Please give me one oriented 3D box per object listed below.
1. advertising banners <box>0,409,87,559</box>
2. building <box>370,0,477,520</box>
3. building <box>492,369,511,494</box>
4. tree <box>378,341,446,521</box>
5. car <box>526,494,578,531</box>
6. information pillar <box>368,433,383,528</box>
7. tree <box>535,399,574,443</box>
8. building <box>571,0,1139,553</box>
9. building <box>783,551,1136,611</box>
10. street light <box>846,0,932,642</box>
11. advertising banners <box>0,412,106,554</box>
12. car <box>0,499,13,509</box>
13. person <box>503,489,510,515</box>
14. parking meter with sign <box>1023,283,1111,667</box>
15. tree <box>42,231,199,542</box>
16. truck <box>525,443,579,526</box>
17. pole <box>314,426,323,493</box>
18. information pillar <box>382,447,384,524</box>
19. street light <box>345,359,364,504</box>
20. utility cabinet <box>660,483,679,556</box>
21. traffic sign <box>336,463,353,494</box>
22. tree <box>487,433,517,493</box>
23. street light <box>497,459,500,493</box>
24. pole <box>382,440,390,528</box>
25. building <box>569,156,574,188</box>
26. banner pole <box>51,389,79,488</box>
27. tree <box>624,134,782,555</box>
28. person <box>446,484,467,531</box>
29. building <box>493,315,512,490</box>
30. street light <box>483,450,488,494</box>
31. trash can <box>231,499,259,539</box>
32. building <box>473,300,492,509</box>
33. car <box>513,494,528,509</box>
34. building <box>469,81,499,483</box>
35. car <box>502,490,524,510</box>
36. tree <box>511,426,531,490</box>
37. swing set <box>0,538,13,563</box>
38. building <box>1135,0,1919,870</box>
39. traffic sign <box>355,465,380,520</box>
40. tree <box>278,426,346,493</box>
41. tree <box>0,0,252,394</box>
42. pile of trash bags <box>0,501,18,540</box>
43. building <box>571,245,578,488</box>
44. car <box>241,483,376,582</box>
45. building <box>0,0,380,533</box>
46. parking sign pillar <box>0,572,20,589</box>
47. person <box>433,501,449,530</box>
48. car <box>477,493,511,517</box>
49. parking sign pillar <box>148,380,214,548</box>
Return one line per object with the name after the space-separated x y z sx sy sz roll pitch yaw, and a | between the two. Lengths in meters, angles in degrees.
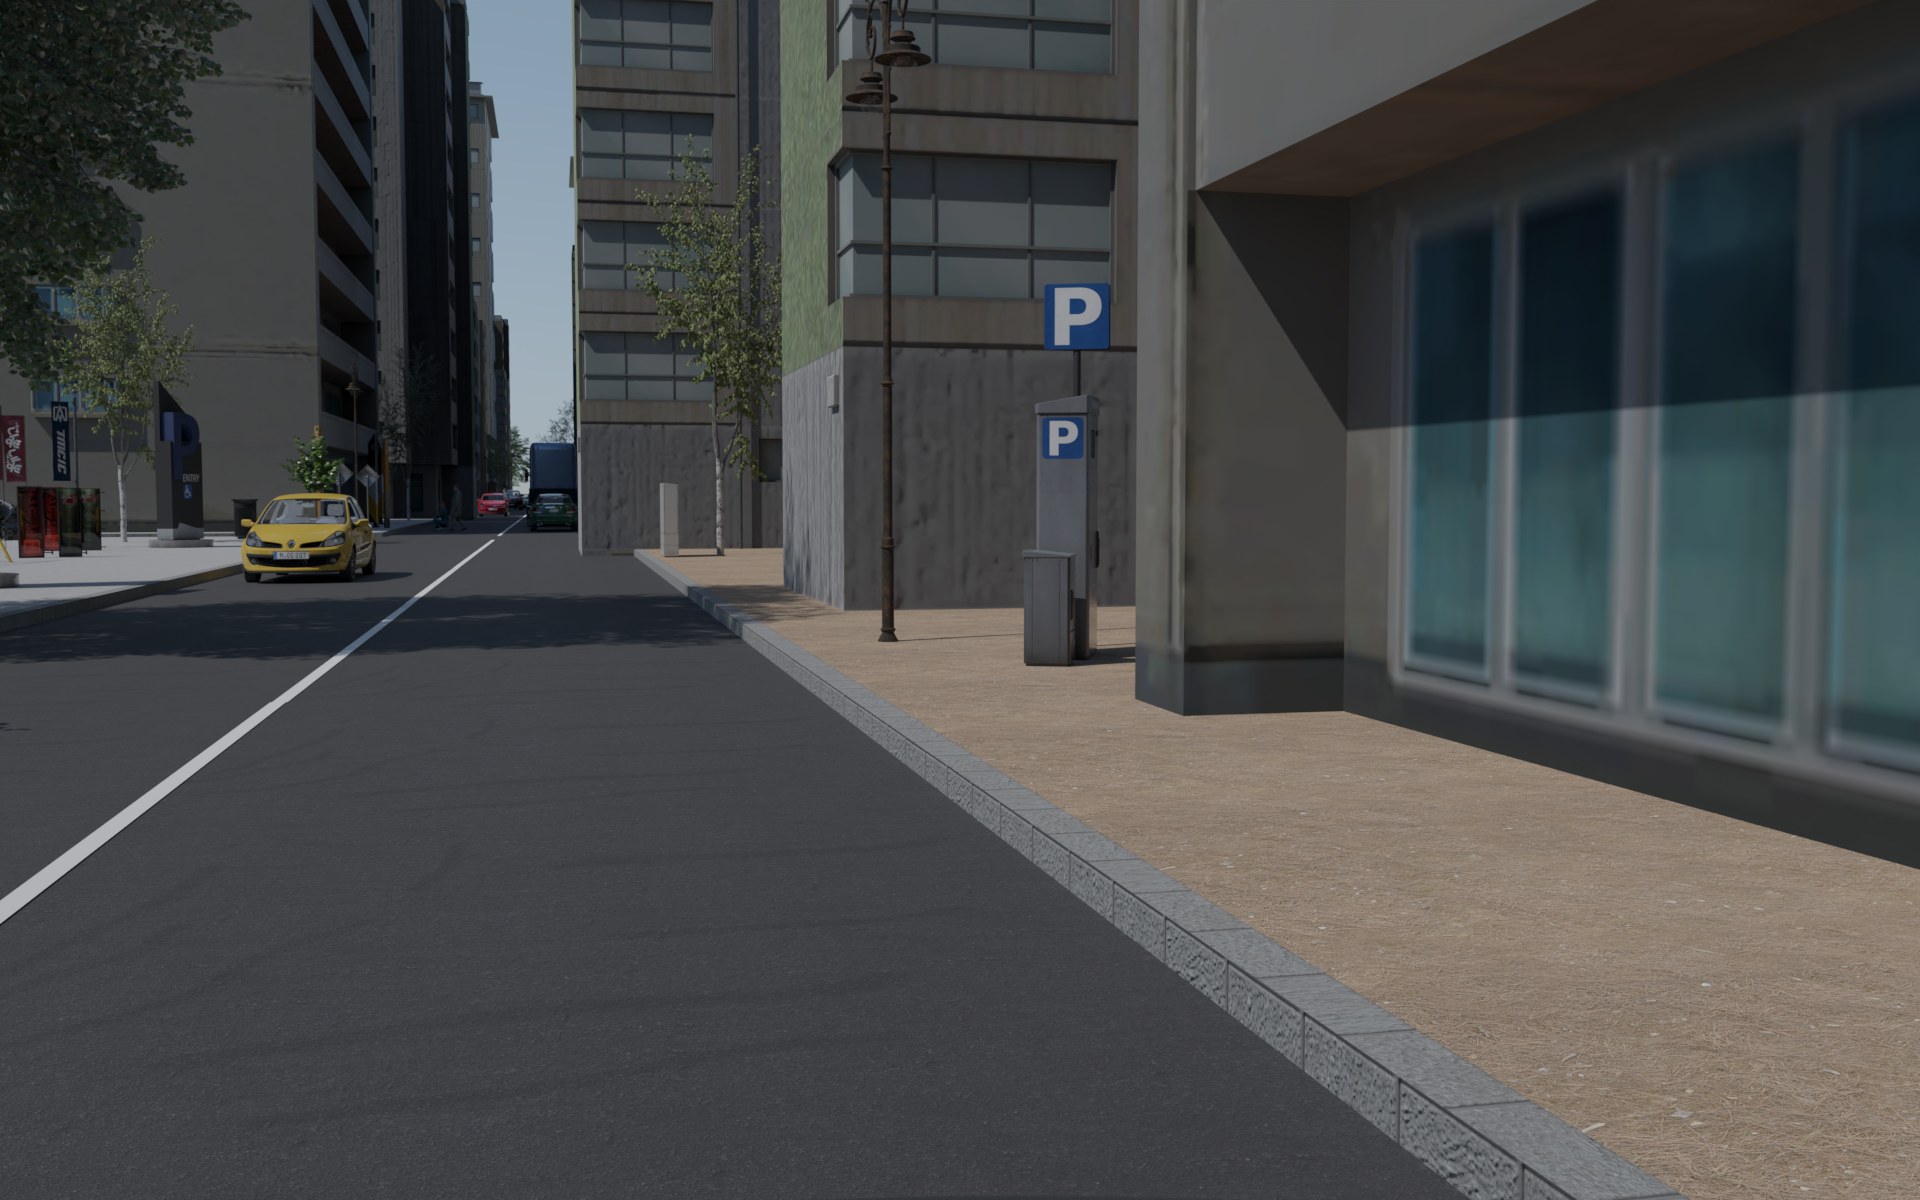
-18.617 -2.356 34.705 0.090 3.025 2.074 3 5 40 | advertising banners
-33.620 -19.623 92.542 14.160 30.474 14.107 -1 4 -13 | building
-79.912 -24.862 251.525 27.650 21.520 28.899 -1 4 -13 | building
-26.760 -8.125 83.211 4.360 8.622 3.978 0 3 0 | tree
-15.997 -3.452 68.233 2.131 1.459 4.920 -1 4 -13 | car
-22.435 -4.579 66.218 0.504 3.616 0.183 3 4 39 | information pillar
-48.175 -18.778 217.393 12.009 13.543 11.850 0 3 0 | tree
-3.436 -22.220 46.884 14.154 41.232 14.086 -1 4 -13 | building
4.002 -20.941 25.982 14.154 41.232 14.086 -1 4 -13 | building
-0.626 -2.575 14.895 0.468 5.910 1.993 -1 4 -13 | street light
-20.358 -2.610 38.857 2.074 3.025 0.090 -2 4 -29 | advertising banners
-29.975 -2.623 53.111 3.980 1.641 2.015 -1 4 -11 | car
-29.945 -6.458 114.434 0.444 1.785 0.601 0 4 6 | person
0.823 -1.061 13.617 0.543 3.016 1.738 1 4 10 | parking meter with sign
-22.208 -5.834 45.751 4.737 8.622 4.395 0 3 0 | tree
-19.925 -5.822 84.955 2.967 4.110 18.799 -1 4 -13 | truck
-19.194 -3.549 51.866 0.158 3.312 0.155 0 3 0 | pole
-24.520 -5.014 73.333 0.183 3.616 0.504 -3 4 -36 | information pillar
-20.735 -5.302 59.470 0.468 5.910 1.993 -1 4 -13 | street light
-5.967 -1.647 35.610 0.318 1.500 1.173 -1 4 -13 | utility cabinet
-18.440 -2.927 51.495 0.795 2.450 0.064 -1 4 -13 | traffic sign
-55.290 -15.740 207.717 4.360 8.622 3.978 0 3 0 | tree
-57.271 -14.828 215.219 0.468 5.910 1.993 -1 4 -13 | street light
-21.468 -4.340 64.795 0.158 3.312 0.155 0 3 0 | pole
-44.791 -41.353 265.356 28.713 52.752 27.495 -1 4 -13 | building
-21.256 -3.135 41.267 0.401 3.779 0.863 2 4 25 | banner pole
-4.829 -5.259 36.351 4.737 8.622 4.395 0 3 0 | tree
-19.478 -3.571 66.981 0.767 1.812 0.694 -1 4 -10 | person
-78.452 -30.699 273.635 14.160 30.474 14.107 -1 4 -13 | building
-47.156 -12.192 172.124 0.468 5.910 1.993 -1 4 -13 | street light
-20.452 -2.319 49.565 0.748 1.137 0.748 0 3 0 | trash can
-59.453 -19.471 163.390 27.650 21.520 28.899 -1 4 -13 | building
-42.693 -9.803 169.075 1.959 1.807 4.718 -1 4 -15 | car
-74.176 -38.763 223.007 28.713 52.752 27.495 -1 4 -13 | building
-40.442 -9.013 156.032 2.281 1.827 5.304 -1 4 -13 | car
-74.415 -22.582 287.343 7.486 12.596 7.792 0 3 0 | tree
-19.021 -2.036 30.911 2.862 2.851 3.119 0 4 -6 | swing set
13.857 -23.111 1.569 21.300 48.544 21.600 -1 4 -13 | building
-20.263 -3.402 59.270 0.795 2.450 0.064 -1 4 -13 | traffic sign
-18.322 -3.360 49.538 1.663 3.219 1.824 0 3 0 | tree
-11.018 -6.704 16.271 9.857 13.997 8.962 0 3 0 | tree
-27.578 -2.315 47.609 3.447 1.369 1.912 -3 5 -42 | pile of trash bags
-38.231 -26.385 203.090 14.160 30.474 14.107 -1 4 -13 | building
-11.020 -1.175 29.431 2.015 1.641 3.980 -1 4 -11 | car
-34.516 -27.008 65.278 21.300 48.544 21.600 -1 4 -13 | building
-13.690 -2.148 23.584 1.447 3.967 1.447 -2 4 -32 | parking sign pillar
-20.795 -3.370 69.093 0.738 1.151 1.012 0 4 -2 | person
-29.844 -6.223 110.781 2.155 1.783 4.494 -1 4 -14 | car
-18.801 -3.255 41.696 1.447 3.967 1.447 0 4 8 | parking sign pillar
